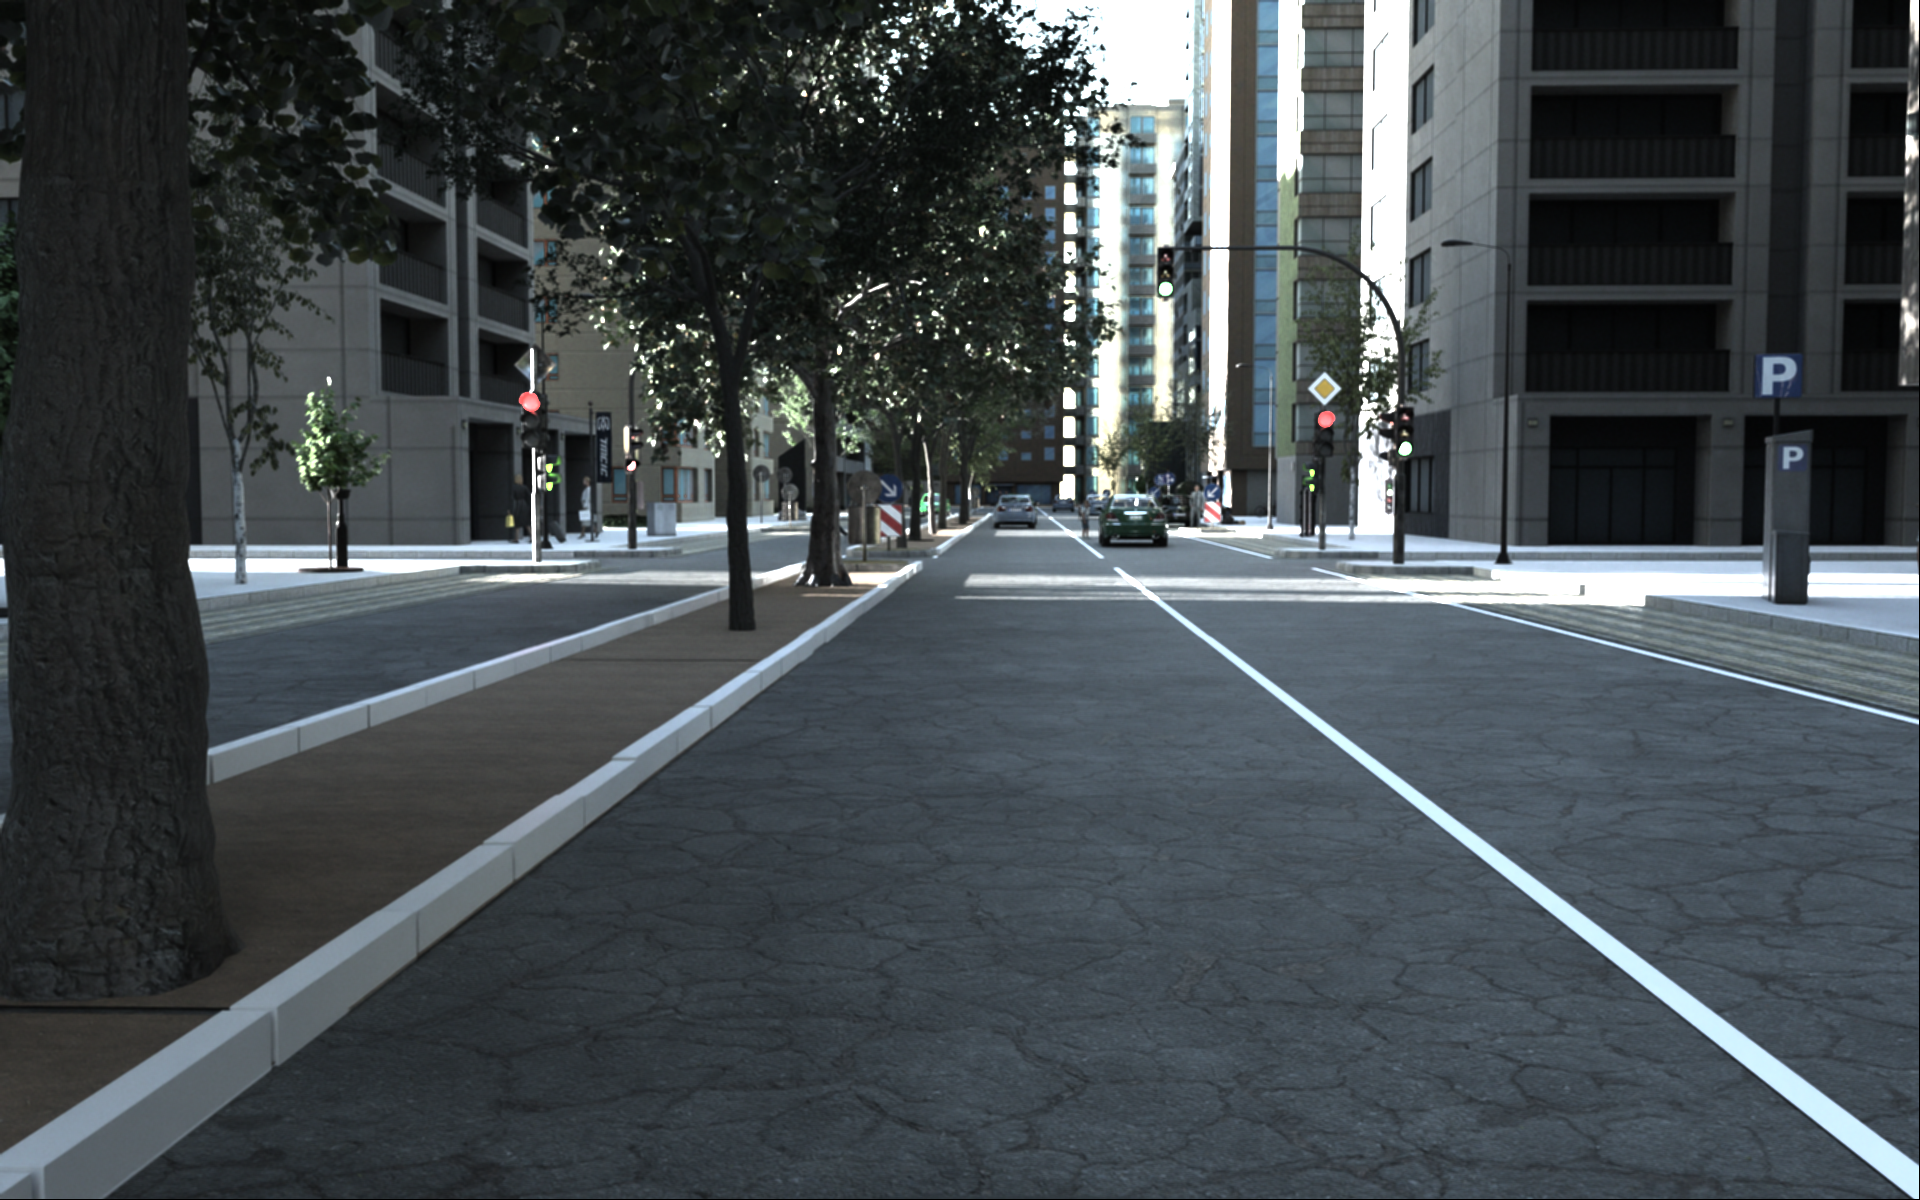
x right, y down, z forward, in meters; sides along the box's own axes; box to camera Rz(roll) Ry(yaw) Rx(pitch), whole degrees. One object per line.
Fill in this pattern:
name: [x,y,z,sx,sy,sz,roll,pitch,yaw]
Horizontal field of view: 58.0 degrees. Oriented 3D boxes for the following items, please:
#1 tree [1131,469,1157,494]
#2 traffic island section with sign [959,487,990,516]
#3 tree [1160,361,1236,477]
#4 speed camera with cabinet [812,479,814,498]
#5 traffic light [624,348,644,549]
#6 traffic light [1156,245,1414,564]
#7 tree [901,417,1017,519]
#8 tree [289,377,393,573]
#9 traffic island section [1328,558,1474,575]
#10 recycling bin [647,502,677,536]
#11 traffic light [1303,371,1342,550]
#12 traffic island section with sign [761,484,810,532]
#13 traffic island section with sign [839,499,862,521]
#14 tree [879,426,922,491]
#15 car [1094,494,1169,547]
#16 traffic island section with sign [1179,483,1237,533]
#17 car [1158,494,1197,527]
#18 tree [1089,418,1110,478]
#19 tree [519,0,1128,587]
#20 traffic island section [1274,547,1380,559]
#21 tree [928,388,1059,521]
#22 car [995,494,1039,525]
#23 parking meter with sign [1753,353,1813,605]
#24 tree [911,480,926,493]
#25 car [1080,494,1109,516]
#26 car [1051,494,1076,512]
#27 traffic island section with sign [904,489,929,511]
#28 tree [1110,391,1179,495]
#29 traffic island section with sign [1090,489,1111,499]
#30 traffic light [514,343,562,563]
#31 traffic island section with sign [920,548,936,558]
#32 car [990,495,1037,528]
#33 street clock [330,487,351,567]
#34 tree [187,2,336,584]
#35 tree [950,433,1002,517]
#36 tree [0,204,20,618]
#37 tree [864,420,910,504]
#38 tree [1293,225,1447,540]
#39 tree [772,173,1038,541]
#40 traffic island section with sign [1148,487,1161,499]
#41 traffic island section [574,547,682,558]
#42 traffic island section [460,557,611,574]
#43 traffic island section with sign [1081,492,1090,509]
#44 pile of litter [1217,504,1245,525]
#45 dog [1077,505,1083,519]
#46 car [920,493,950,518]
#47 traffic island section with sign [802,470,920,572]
tree: [14.422,-8.659,136.171,1.663,3.219,1.824,0,3,0]
traffic island section with sign: [0.976,-6.536,114.992,2.006,1.907,1.989,0,4,2]
tree: [13.009,-8.898,95.843,4.360,8.622,3.978,0,3,0]
speed camera with cabinet: [-7.859,-6.395,98.897,0.660,3.252,2.038,1,4,13]
traffic light: [-5.533,-4.013,40.277,4.771,5.953,1.251,0,4,2]
traffic light: [5.958,-3.490,31.734,4.771,5.953,1.251,0,4,2]
tree: [0.091,-11.034,100.997,7.486,12.596,7.792,0,3,0]
tree: [-10.421,-2.074,28.519,1.663,3.219,1.824,0,3,0]
traffic island section: [8.092,-0.589,31.917,2.009,0.180,2.903,0,4,2]
recycling bin: [-9.179,-2.490,53.274,0.722,1.027,0.722,-2,4,-31]
traffic light: [8.325,-3.111,39.784,0.839,4.253,0.868,0,4,2]
traffic island section with sign: [-6.463,-3.506,65.946,1.989,1.847,2.006,0,4,2]
traffic island section with sign: [-5.540,-5.153,92.885,1.989,1.847,2.006,0,4,2]
tree: [-5.444,-12.802,159.671,4.360,8.622,3.978,0,3,0]
car: [4.852,-2.259,48.738,2.131,1.459,4.920,0,4,3]
traffic island section with sign: [9.207,-3.416,64.481,1.989,1.847,2.006,0,4,2]
car: [9.341,-4.017,75.471,2.009,1.686,4.222,0,4,1]
tree: [14.425,-13.080,164.225,4.737,8.622,4.395,0,3,0]
tree: [-2.104,-6.565,26.799,9.611,12.733,9.660,0,3,0]
traffic island section: [8.365,-1.077,39.897,2.009,0.180,2.903,0,4,2]
tree: [0.350,-10.905,91.125,12.009,13.543,11.850,0,3,0]
car: [2.742,-4.346,82.862,2.131,1.459,4.920,0,4,1]
parking meter with sign: [9.929,-1.503,20.830,0.543,3.016,1.738,1,4,17]
tree: [-4.686,-11.902,189.197,1.663,3.219,1.824,0,3,0]
car: [7.936,-5.398,100.264,2.014,1.417,4.499,0,4,3]
car: [8.363,-7.829,140.004,2.014,1.417,4.499,0,4,4]
traffic island section with sign: [-3.838,-8.186,142.471,1.989,1.847,2.006,0,4,2]
tree: [13.260,-10.474,121.606,4.737,8.622,4.395,0,3,0]
traffic island section with sign: [11.859,-8.150,141.886,1.989,1.847,2.006,0,4,2]
traffic light: [-7.901,-2.655,32.333,0.839,4.253,0.868,0,4,2]
traffic island section with sign: [-1.588,-1.943,39.897,2.006,1.907,1.989,0,4,2]
car: [2.293,-3.756,73.421,2.014,1.417,4.499,0,4,1]
street clock: [-10.619,-1.538,29.709,0.358,2.002,0.471,-1,4,-22]
tree: [-10.380,-4.522,24.292,4.360,8.622,3.978,0,3,0]
tree: [0.673,-9.448,107.301,4.737,8.622,4.395,0,3,0]
tree: [-10.480,-2.118,18.345,4.285,4.588,4.351,0,3,0]
tree: [-6.223,-12.380,152.774,4.737,8.622,4.395,0,3,0]
tree: [11.230,-5.998,48.426,4.737,8.622,4.395,0,3,0]
tree: [-1.266,-7.586,52.243,9.928,11.665,9.643,0,3,0]
traffic island section with sign: [10.159,-5.100,92.016,1.989,1.847,2.006,0,4,2]
traffic island section: [-7.667,-1.111,40.449,2.009,0.180,2.903,0,4,2]
traffic island section: [-7.940,-0.623,32.469,2.009,0.180,2.903,0,4,2]
traffic island section with sign: [12.786,-9.798,168.825,1.989,1.847,2.006,0,4,2]
pile of litter: [11.435,-3.606,72.924,1.176,0.858,1.719,0,4,3]
dog: [6.748,-4.728,94.135,0.800,0.831,0.513,0,4,-2]
car: [-1.571,-6.004,106.961,1.959,1.807,4.718,0,4,3]
traffic island section with sign: [-1.851,-1.490,32.495,2.006,1.907,1.989,0,4,2]
